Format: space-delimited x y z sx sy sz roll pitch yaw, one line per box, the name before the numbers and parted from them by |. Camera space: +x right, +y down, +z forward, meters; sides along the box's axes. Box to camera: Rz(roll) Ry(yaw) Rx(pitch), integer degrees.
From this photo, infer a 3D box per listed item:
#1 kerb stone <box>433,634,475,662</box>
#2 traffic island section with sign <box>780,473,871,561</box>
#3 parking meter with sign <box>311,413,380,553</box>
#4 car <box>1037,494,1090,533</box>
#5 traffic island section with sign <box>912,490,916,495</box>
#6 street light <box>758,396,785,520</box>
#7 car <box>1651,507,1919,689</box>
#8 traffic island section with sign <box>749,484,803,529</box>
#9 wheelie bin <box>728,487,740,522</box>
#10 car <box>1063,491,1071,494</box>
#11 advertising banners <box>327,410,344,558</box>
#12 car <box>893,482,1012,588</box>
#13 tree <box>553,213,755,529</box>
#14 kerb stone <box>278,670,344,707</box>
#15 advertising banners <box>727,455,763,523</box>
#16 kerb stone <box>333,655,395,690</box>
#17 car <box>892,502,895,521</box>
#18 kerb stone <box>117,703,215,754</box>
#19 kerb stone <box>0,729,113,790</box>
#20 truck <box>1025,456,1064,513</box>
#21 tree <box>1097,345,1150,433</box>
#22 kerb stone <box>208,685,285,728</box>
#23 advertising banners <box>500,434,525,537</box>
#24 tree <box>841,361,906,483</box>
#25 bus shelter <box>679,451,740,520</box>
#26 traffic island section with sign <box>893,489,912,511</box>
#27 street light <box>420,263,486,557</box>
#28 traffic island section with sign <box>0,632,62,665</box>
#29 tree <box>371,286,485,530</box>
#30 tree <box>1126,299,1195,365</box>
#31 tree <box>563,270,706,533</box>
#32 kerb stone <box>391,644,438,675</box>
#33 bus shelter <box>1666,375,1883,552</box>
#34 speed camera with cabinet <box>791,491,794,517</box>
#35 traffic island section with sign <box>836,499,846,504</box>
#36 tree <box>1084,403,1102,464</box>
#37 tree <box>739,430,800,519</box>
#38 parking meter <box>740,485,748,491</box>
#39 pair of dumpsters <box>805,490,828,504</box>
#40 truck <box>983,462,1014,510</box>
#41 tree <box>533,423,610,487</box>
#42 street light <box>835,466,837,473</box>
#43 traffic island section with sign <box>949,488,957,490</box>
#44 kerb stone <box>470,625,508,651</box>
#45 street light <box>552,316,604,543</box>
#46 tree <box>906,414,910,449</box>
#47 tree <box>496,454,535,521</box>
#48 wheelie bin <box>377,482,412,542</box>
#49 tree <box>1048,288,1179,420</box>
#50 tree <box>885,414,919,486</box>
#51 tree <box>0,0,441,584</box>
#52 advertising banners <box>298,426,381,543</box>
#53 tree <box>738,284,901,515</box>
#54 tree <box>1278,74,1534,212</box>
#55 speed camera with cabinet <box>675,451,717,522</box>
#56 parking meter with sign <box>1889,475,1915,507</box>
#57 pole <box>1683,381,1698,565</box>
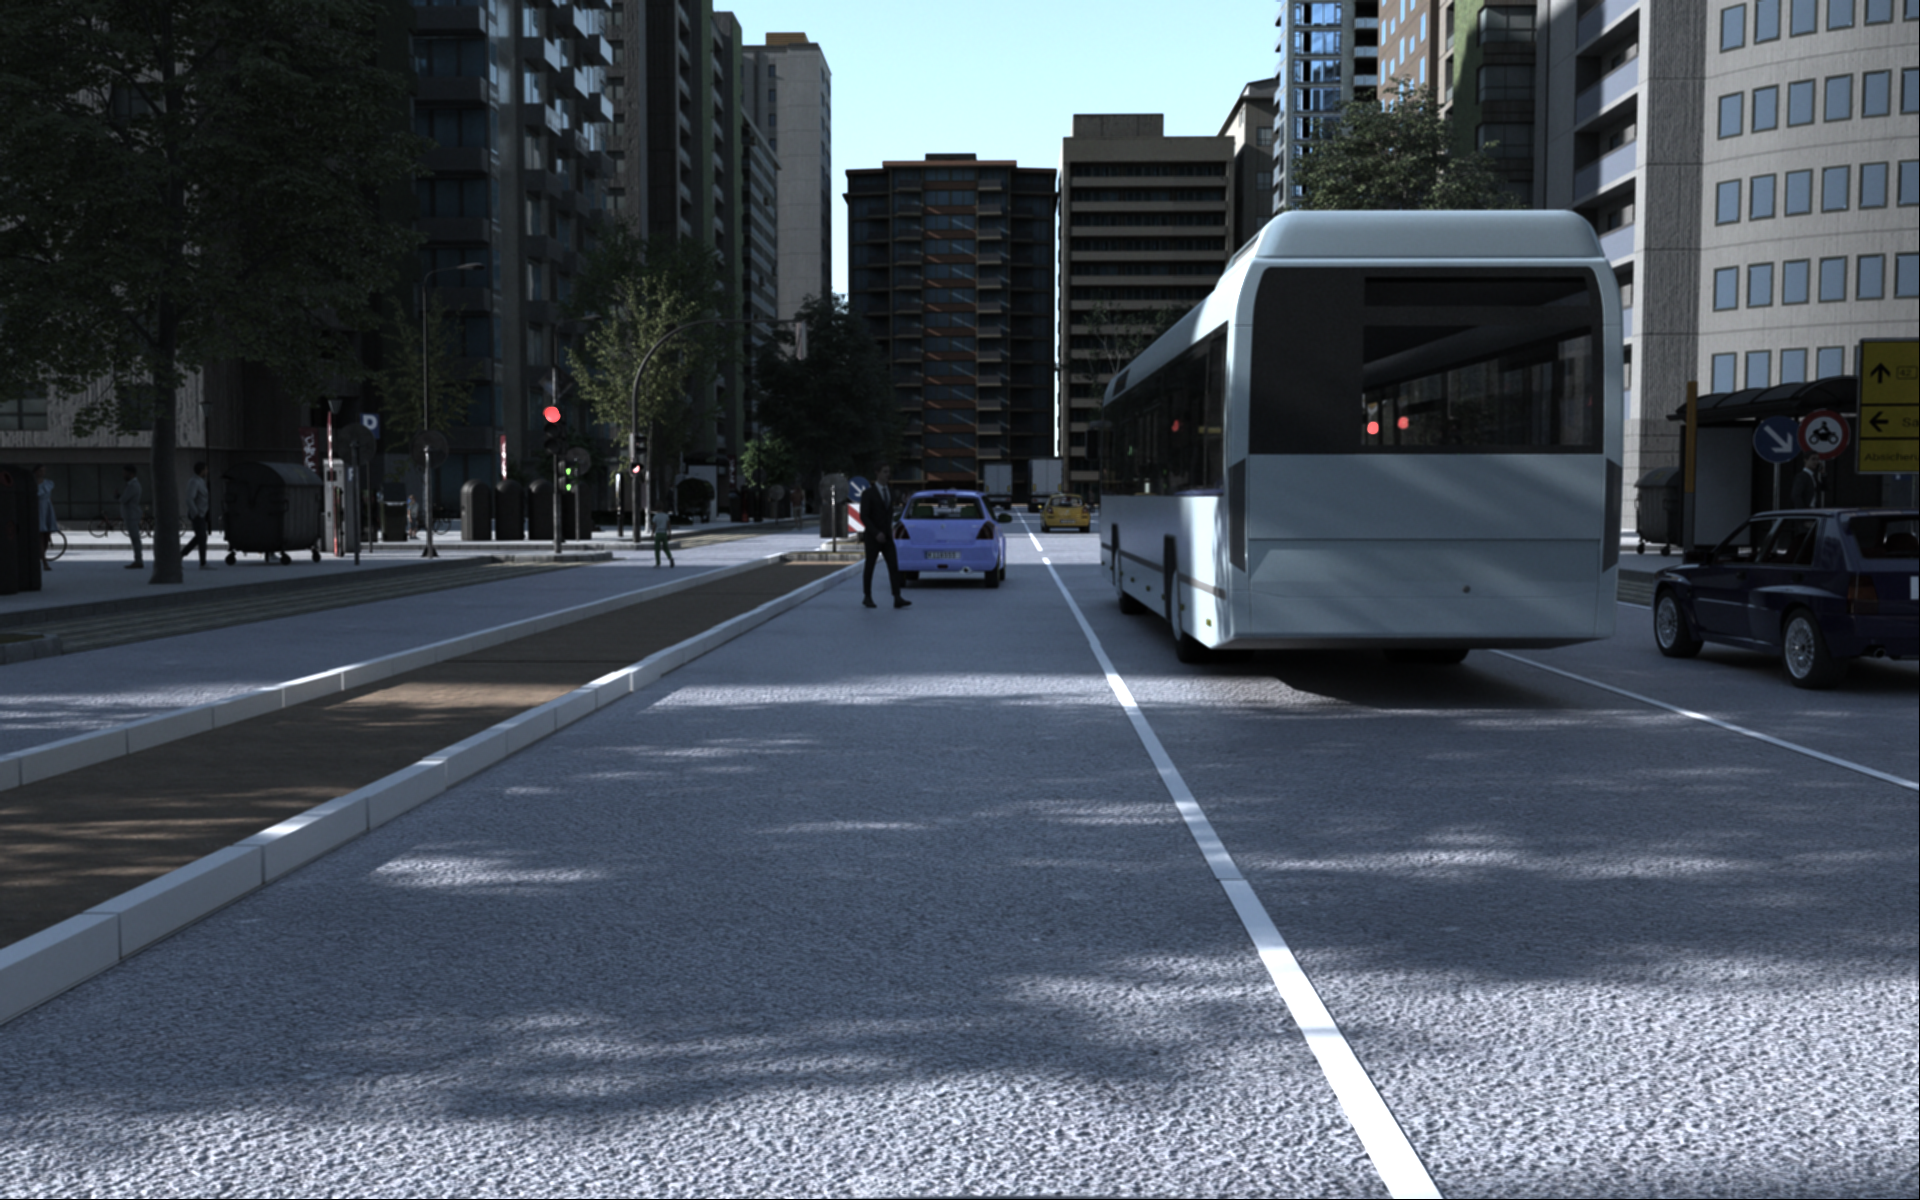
kerb stone | -4.465 0.435 15.115 0.120 0.150 1.000 0 4 2
traffic island section with sign | -2.794 -1.798 37.538 2.006 1.907 1.989 0 4 2
parking meter with sign | -13.494 -2.543 37.837 1.738 3.016 0.543 2 4 28
car | 3.941 -3.361 65.178 2.015 1.641 3.980 0 4 0
traffic island section with sign | -4.619 -10.186 175.172 1.989 1.847 2.006 0 4 2
street light | -8.948 -6.687 81.872 1.470 5.913 1.316 0 4 2
car | 7.052 -0.090 14.045 1.945 1.354 3.894 0 4 1
traffic island section with sign | -7.474 -3.795 70.672 1.989 1.847 2.006 0 4 2
wheelie bin | -10.206 -4.348 78.992 0.693 1.594 0.980 0 4 -3
car | 11.165 -10.988 188.325 2.281 1.827 5.304 0 4 1
advertising banners | -12.880 -2.417 35.711 0.090 3.025 2.074 -2 4 -25
car | -0.147 -1.114 27.803 1.945 1.707 3.694 0 4 3
tree | -11.247 -8.500 64.726 9.928 11.665 9.643 0 3 0
kerb stone | -4.547 0.627 12.033 0.120 0.150 1.000 0 4 2
advertising banners | -9.630 -4.979 77.593 0.090 3.025 2.074 3 5 42
kerb stone | -4.515 0.559 13.054 0.120 0.150 1.000 0 4 2
car | -4.335 -4.799 88.692 2.015 1.641 3.980 0 4 0
kerb stone | -4.599 0.747 9.986 0.120 0.150 1.000 0 4 2
kerb stone | -4.629 0.809 8.965 0.120 0.150 1.000 0 4 2
truck | 6.555 -8.913 134.645 2.839 4.237 11.283 0 4 1
tree | 15.930 -13.891 137.493 12.009 13.543 11.850 0 3 0
kerb stone | -4.573 0.689 11.008 0.120 0.150 1.000 0 4 2
advertising banners | -13.039 -3.318 50.435 0.090 3.025 2.074 -2 4 -32
tree | -8.527 -13.587 140.274 7.486 12.596 7.792 0 3 0
bus shelter | -12.051 -5.497 83.805 2.014 3.302 5.546 0 4 2
traffic island section with sign | -5.369 -8.506 147.693 1.989 1.847 2.006 0 4 2
street light | -10.248 -3.823 35.055 1.470 5.913 1.316 0 4 2
traffic island section with sign | -9.003 -0.387 14.949 1.989 1.847 2.006 0 4 2
tree | -19.151 -6.825 61.958 4.737 8.622 4.395 0 3 0
tree | 14.654 -12.465 110.463 9.857 13.997 8.962 0 3 0
tree | -10.458 -6.498 56.599 4.737 8.622 4.395 0 3 0
kerb stone | -4.493 0.498 14.091 0.120 0.150 1.000 0 4 2
bus shelter | 15.216 -2.350 32.343 2.014 3.302 5.546 0 4 2
speed camera with cabinet | -9.972 -6.222 96.061 2.038 3.252 0.660 -2 4 -27
traffic island section with sign | -6.719 -5.483 98.275 1.989 1.847 2.006 0 4 2
tree | 17.123 -15.756 183.357 9.928 11.665 9.643 0 3 0
tree | -9.726 -6.425 88.766 4.285 4.588 4.351 0 3 0
parking meter | -12.545 -5.807 100.660 0.399 1.863 0.255 1 4 13
pair of dumpsters | -9.681 -7.020 117.275 1.574 2.255 4.437 0 4 1
truck | 3.487 -10.345 158.048 2.839 4.237 11.283 0 4 1
tree | -17.703 -5.833 79.077 4.285 4.588 4.351 0 3 0
street light | -7.957 -8.935 118.631 1.470 5.913 1.316 0 4 2
traffic island section with sign | -0.535 -6.845 120.053 2.006 1.907 1.989 0 4 2
kerb stone | -4.440 0.370 16.141 0.120 0.150 1.000 0 4 2
street light | -9.975 -4.447 45.244 1.470 5.913 1.316 0 4 2
tree | -8.041 -14.775 159.697 7.486 12.596 7.792 0 3 0
tree | -21.678 -5.458 83.841 1.663 3.219 1.824 0 3 0
wheelie bin | -15.339 -2.376 46.762 0.980 1.594 0.693 -2 4 -28
tree | 14.990 -18.600 160.004 12.611 20.169 13.585 0 3 0
tree | -8.033 -15.429 186.670 7.601 10.594 8.767 -3 5 -41
tree | -11.160 -6.529 24.878 7.486 12.596 7.792 0 3 0
advertising banners | -16.266 -3.012 45.435 2.074 3.025 0.090 -2 4 -35
tree | -8.816 -12.259 107.092 9.857 13.997 8.962 0 3 0
tree | 13.817 -8.967 53.272 9.857 13.997 8.962 0 3 0
speed camera with cabinet | -12.226 -5.251 80.184 2.038 3.252 0.660 2 4 31
parking meter with sign | 18.830 -2.348 34.655 0.543 3.016 1.738 2 4 31
pole | 13.246 -2.298 31.410 0.158 3.312 0.155 0 3 0
